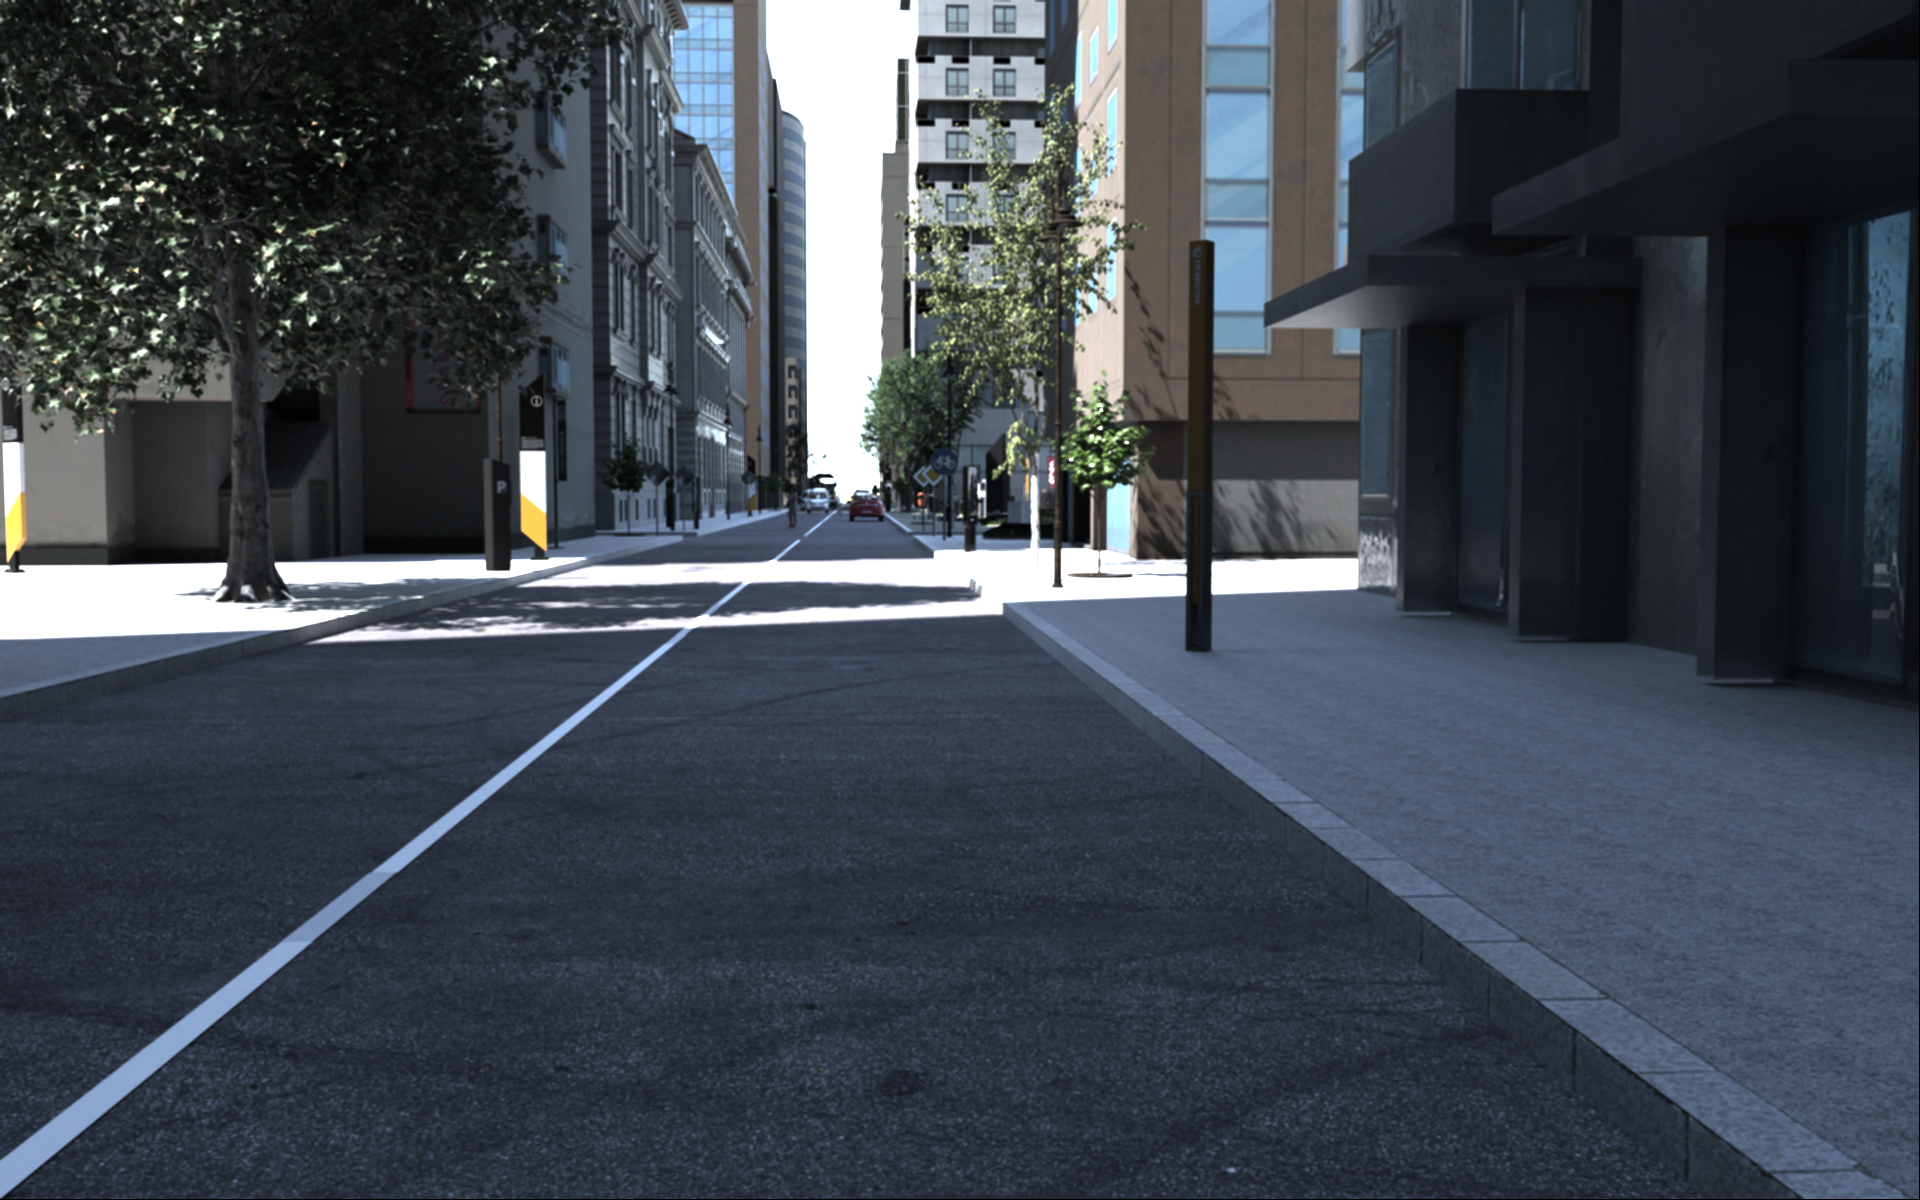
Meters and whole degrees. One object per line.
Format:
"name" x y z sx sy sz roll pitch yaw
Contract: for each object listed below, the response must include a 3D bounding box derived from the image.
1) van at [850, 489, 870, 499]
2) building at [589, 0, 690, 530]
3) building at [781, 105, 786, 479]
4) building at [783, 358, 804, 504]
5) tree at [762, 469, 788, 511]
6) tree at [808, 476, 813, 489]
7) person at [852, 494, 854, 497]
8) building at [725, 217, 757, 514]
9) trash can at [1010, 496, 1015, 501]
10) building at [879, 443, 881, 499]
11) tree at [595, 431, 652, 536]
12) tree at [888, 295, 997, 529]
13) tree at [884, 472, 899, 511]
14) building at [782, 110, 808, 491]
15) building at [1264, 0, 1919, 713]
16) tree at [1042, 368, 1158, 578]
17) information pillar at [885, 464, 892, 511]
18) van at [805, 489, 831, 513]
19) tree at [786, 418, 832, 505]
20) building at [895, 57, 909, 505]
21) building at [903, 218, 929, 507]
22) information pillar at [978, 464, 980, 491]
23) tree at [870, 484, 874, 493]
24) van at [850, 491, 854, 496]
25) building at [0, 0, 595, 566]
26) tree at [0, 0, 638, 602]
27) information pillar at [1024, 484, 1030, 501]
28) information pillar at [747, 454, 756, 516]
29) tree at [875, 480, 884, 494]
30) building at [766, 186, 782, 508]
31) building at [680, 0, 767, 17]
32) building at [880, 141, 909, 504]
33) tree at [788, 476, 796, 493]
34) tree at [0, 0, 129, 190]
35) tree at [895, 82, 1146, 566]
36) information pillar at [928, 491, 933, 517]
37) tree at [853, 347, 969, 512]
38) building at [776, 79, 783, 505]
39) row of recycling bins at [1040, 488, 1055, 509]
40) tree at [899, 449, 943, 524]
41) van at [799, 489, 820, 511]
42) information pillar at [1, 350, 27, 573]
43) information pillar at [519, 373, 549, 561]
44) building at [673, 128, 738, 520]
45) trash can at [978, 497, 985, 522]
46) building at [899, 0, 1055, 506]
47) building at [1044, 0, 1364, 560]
"van" -8.463 -8.707 149.377 2.013 2.044 4.112 0 4 -5
"building" -19.044 -17.345 70.978 14.401 28.519 23.554 0 4 -3
"building" -25.895 -32.604 183.178 14.600 45.320 14.200 0 4 -3
"building" -35.411 -23.726 232.961 27.650 21.520 28.899 0 4 -3
"tree" -14.500 -8.520 133.907 1.663 3.219 1.824 0 3 0
"tree" -24.766 -18.904 292.794 4.285 4.588 4.351 0 3 0
"person" -12.602 -12.340 210.278 1.348 1.821 0.705 1 4 11
"building" -21.005 -16.800 116.482 13.314 21.916 24.055 0 4 -3
"trash can" 3.949 -7.576 135.525 0.748 1.137 0.748 0 3 0
"building" 1.838 -25.433 260.865 27.650 21.520 28.899 0 4 -3
"tree" -10.183 -3.585 53.217 1.663 3.219 1.824 0 3 0
"tree" -0.385 -6.966 64.263 4.360 8.622 3.978 0 3 0
"tree" -4.334 -8.352 131.158 1.663 3.219 1.824 0 3 0
"building" -33.852 -43.944 260.476 21.231 58.520 28.212 0 4 -3
"building" 15.554 -23.840 9.386 23.786 49.044 30.456 0 4 -3
"tree" 2.178 -1.957 26.597 1.663 3.219 1.824 0 3 0
"information pillar" -5.577 -8.761 134.593 0.504 3.616 0.183 -1 4 -10
"van" -10.935 -7.731 133.407 2.013 2.044 4.112 0 4 -3
"tree" -19.825 -16.993 212.251 8.767 10.594 7.601 -1 4 -11
"building" -2.384 -51.719 283.851 20.563 71.187 20.611 0 4 -3
"building" 1.006 -25.171 183.253 14.160 30.474 14.107 0 4 -3
"information pillar" 1.465 -8.726 134.020 0.183 3.616 0.504 0 4 -8
"tree" -14.018 -17.833 286.168 1.663 3.219 1.824 0 3 0
"van" -15.423 -15.419 259.114 2.013 2.044 4.112 0 4 -4
"building" -20.850 -25.432 39.522 21.600 48.544 21.300 0 4 -3
"tree" -8.671 -6.345 20.747 9.611 12.733 9.660 0 3 0
"information pillar" 4.860 -7.409 125.631 0.304 2.012 0.304 1 4 18
"information pillar" -12.224 -6.729 101.379 0.504 3.616 0.183 -1 4 -9
"tree" -7.473 -11.466 182.077 1.663 3.219 1.824 0 3 0
"building" -23.451 -23.469 155.426 14.160 30.474 14.107 0 4 -3
"building" -22.856 -30.015 140.855 14.600 45.320 14.200 0 4 -3
"building" -0.009 -37.337 234.163 21.300 48.544 21.600 0 4 -3
"tree" -16.684 -10.517 166.561 1.663 3.219 1.824 0 3 0
"tree" -8.031 -3.770 11.999 4.360 8.622 3.978 0 3 0
"tree" 1.097 -4.902 30.511 4.737 8.622 4.395 0 3 0
"information pillar" -1.670 -5.688 97.494 0.304 2.012 0.304 0 4 -5
"tree" -3.441 -11.954 121.198 9.928 11.665 9.643 0 3 0
"building" -25.346 -31.737 169.012 14.600 45.320 14.200 0 4 -3
"row of recycling bins" 6.221 -6.720 116.982 1.069 1.692 3.534 1 4 17
"tree" -1.578 -4.869 74.209 1.663 3.219 1.824 0 3 0
"van" -12.919 -8.732 149.773 2.013 2.044 4.112 0 4 -3
"information pillar" -15.336 -2.245 28.061 0.504 3.616 0.183 2 4 35
"information pillar" -8.213 -2.570 33.382 0.504 3.616 0.183 -1 4 -10
"building" -18.558 -15.771 94.005 11.583 22.565 21.152 0 4 -3
"trash can" 0.805 -4.183 80.045 0.748 1.137 0.748 0 3 0
"building" 9.032 -35.047 162.250 28.713 52.752 27.495 0 4 -3
"building" 9.597 -23.814 39.472 14.600 45.320 14.200 0 4 -3
